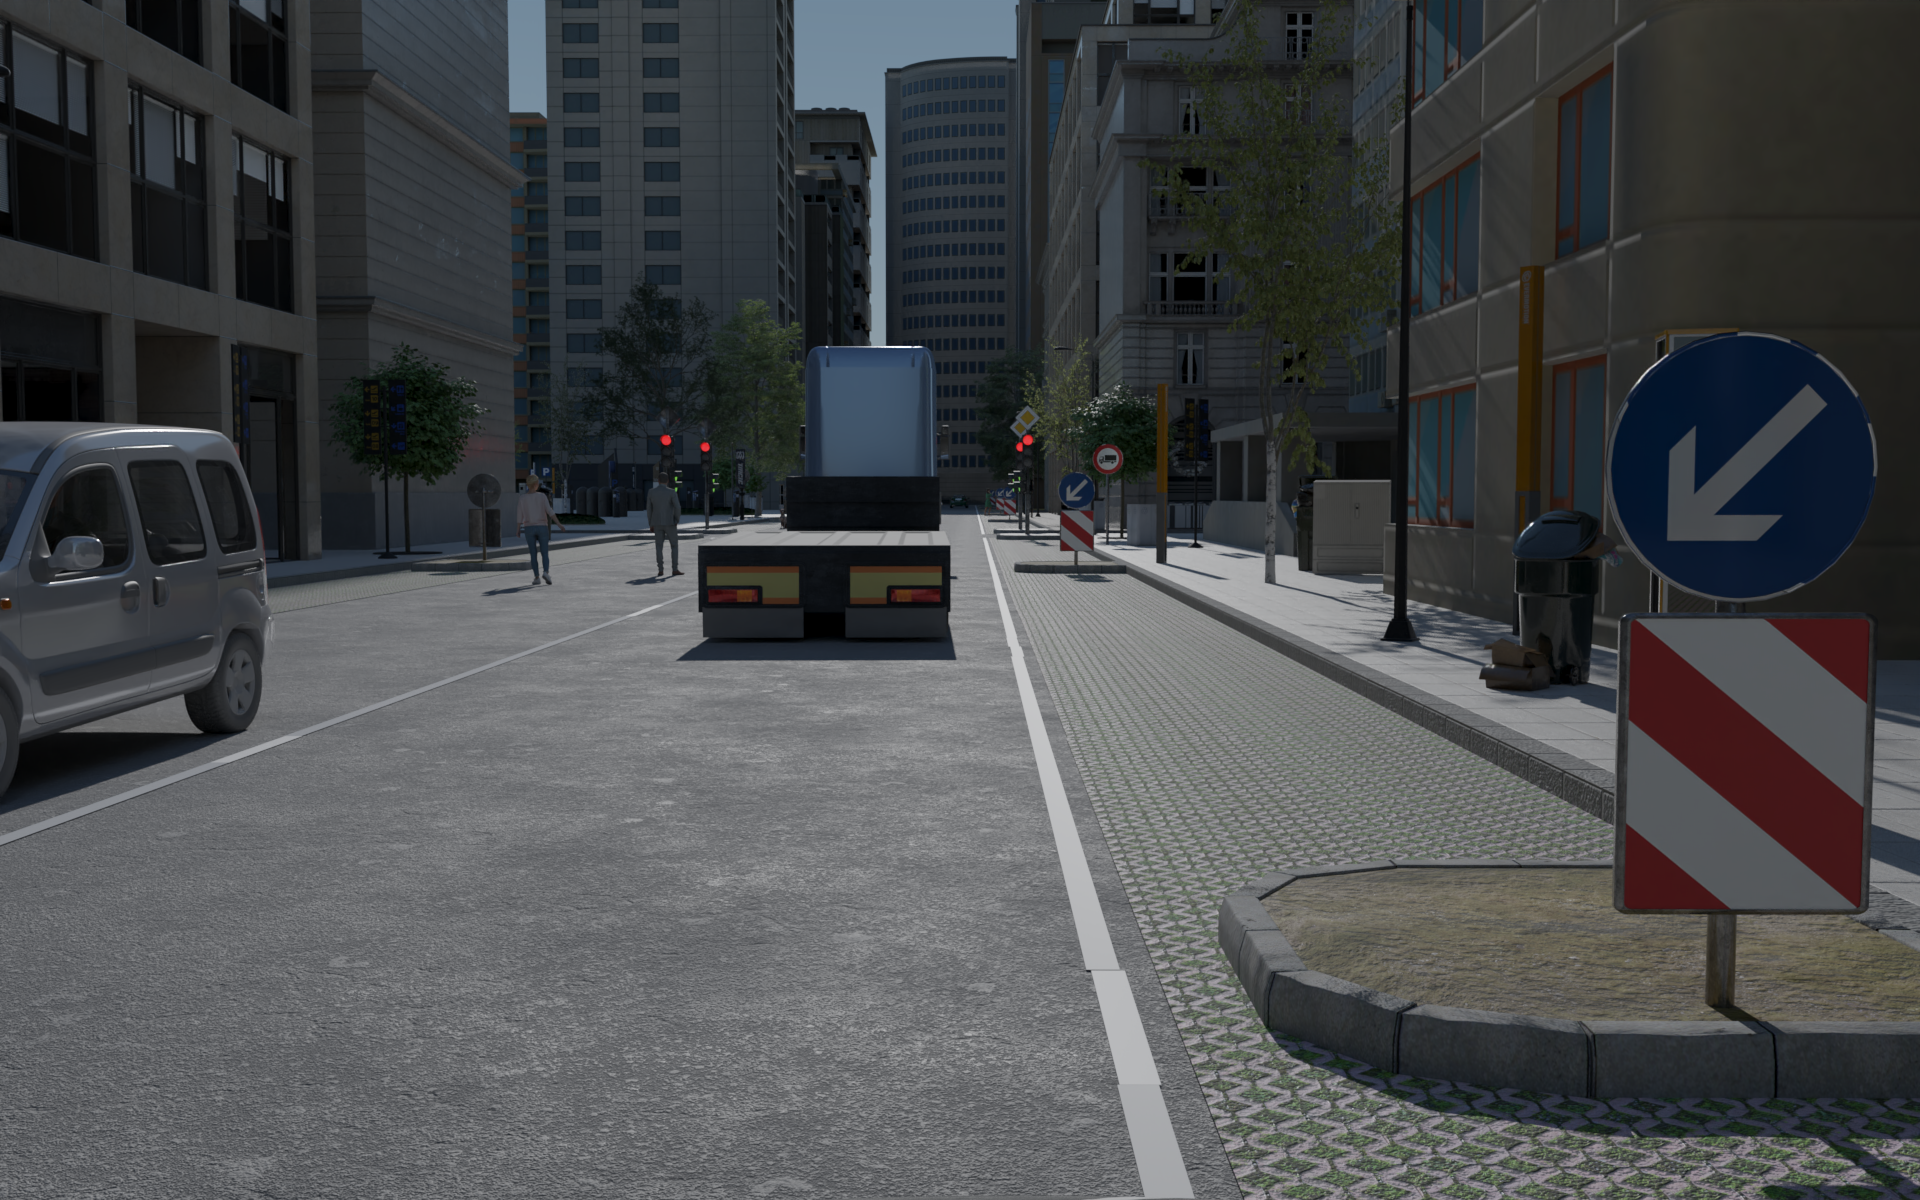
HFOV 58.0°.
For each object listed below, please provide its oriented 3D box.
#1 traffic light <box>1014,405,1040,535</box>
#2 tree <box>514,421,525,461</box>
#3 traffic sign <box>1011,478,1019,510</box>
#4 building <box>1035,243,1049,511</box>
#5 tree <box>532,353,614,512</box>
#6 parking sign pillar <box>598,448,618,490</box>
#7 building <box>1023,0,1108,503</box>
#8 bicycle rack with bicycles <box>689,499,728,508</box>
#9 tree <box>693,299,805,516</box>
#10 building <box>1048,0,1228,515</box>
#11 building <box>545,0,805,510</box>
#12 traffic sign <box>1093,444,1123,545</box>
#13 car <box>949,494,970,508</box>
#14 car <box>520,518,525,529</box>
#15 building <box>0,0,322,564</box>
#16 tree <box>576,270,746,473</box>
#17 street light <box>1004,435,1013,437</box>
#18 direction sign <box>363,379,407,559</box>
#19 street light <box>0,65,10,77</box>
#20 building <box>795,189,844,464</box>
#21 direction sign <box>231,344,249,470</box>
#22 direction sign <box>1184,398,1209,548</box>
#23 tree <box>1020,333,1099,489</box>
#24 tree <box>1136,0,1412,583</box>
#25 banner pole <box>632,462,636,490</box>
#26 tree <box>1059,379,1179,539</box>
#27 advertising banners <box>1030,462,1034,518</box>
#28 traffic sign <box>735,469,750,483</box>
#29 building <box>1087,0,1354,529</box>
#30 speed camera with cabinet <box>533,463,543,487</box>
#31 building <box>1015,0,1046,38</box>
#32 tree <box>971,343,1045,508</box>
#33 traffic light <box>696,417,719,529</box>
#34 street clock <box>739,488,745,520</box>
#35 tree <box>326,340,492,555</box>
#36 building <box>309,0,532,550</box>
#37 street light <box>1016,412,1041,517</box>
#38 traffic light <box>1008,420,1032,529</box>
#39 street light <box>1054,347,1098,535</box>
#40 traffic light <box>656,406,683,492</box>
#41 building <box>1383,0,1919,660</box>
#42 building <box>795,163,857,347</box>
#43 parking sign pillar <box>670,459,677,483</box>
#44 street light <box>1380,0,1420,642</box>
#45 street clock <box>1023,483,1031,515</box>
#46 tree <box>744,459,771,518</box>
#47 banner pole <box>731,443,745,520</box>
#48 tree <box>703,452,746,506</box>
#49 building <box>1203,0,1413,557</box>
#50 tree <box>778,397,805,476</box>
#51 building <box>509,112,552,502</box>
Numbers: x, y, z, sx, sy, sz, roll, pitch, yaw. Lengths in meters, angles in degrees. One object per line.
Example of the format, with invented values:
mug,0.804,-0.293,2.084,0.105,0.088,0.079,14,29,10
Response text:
traffic light,2.120,-4.033,54.868,0.839,4.253,0.868,0,4,0
tree,-36.112,-11.256,134.395,4.737,8.622,4.395,0,3,0
traffic sign,4.413,-8.318,136.110,0.768,2.556,0.104,0,4,7
building,11.671,-17.793,127.079,11.583,22.565,21.152,0,4,0
tree,-20.546,-8.589,90.800,4.360,8.622,3.978,0,3,0
parking sign pillar,-20.162,-6.878,100.921,1.447,3.967,1.447,-1,4,-15
building,16.929,-44.951,173.202,20.563,71.187,20.611,0,4,0
bicycle rack with bicycles,-17.884,-6.682,122.638,2.925,0.926,2.852,-3,4,-37
tree,-12.089,-11.208,101.377,7.486,12.596,7.792,0,3,0
building,15.432,-17.986,98.580,19.350,26.468,34.151,0,4,0
building,-22.496,-43.359,147.178,20.563,71.187,20.611,0,4,0
traffic sign,3.752,-2.684,43.987,0.768,2.556,0.104,0,4,5
car,-0.077,-10.027,175.736,2.131,1.459,4.920,0,4,2
car,-17.255,-2.892,59.654,4.827,1.381,2.083,0,4,1
building,-22.272,-12.957,16.362,19.350,26.468,34.151,0,4,0
tree,-12.643,-8.478,73.029,7.601,10.594,8.767,-1,4,-15
street light,4.211,-10.063,137.074,1.470,5.913,1.316,0,4,0
direction sign,-11.378,-2.589,34.332,0.876,3.537,0.379,0,4,7
street light,-10.962,-2.833,18.866,1.470,5.913,1.316,0,4,0
building,-18.599,-24.124,166.134,14.160,30.474,14.107,0,4,0
direction sign,-11.030,-2.116,26.599,0.379,3.537,0.876,-1,4,-9
direction sign,5.614,-3.008,41.184,0.876,3.537,0.379,-3,5,-44
tree,4.856,-7.832,78.407,4.360,8.622,3.978,0,3,0
tree,4.706,-4.544,24.665,4.737,8.622,4.395,0,3,0
banner pole,-25.132,-8.789,133.710,0.401,3.779,0.863,1,4,13
tree,4.581,-4.042,49.794,4.285,4.588,4.351,0,3,0
advertising banners,3.940,-6.008,94.412,0.090,3.025,2.074,0,4,6
traffic sign,-10.752,-5.228,85.583,0.768,2.556,0.104,1,4,8
building,17.528,-13.889,68.889,24.055,21.916,13.314,0,4,0
speed camera with cabinet,-26.195,-6.962,108.169,0.660,3.252,2.038,-2,4,-29
building,16.885,-40.123,198.017,21.231,58.520,28.212,0,4,0
tree,5.549,-14.562,144.742,9.857,13.997,8.962,0,3,0
traffic light,-9.184,-4.526,62.917,0.839,4.253,0.868,0,4,0
street clock,-10.726,-4.933,85.228,0.358,2.002,0.471,0,4,4
tree,-11.780,-3.265,37.095,4.285,4.588,4.351,0,3,0
building,-24.512,-15.792,45.587,23.554,28.519,14.401,0,4,0
street light,3.865,-7.650,97.620,1.470,5.913,1.316,0,4,0
traffic light,2.177,-4.522,62.853,0.839,4.253,0.868,0,4,0
street light,3.654,-5.028,54.752,1.470,5.913,1.316,0,4,0
traffic light,-9.241,-4.037,54.933,0.839,4.253,0.868,0,4,0
building,19.174,-9.915,7.148,27.650,21.520,28.899,0,4,0
building,-24.084,-30.882,196.803,23.993,40.220,32.217,0,4,0
parking sign pillar,-21.974,-8.758,131.669,1.447,3.967,1.447,1,4,15
street light,3.318,-2.598,15.022,1.470,5.913,1.316,0,4,0
street clock,4.073,-6.358,108.519,0.358,2.002,0.471,1,4,11
tree,-11.355,-6.098,94.298,1.663,3.219,1.824,0,3,0
banner pole,-10.856,-5.774,84.420,0.863,3.779,0.401,-1,4,-11
tree,-17.659,-8.945,129.964,4.285,4.588,4.351,0,3,0
building,22.959,-21.349,40.932,32.217,40.220,23.993,0,4,0
tree,-11.522,-10.781,126.630,4.737,8.622,4.395,0,3,0
building,-50.480,-33.452,201.564,28.867,44.769,22.147,0,4,0
